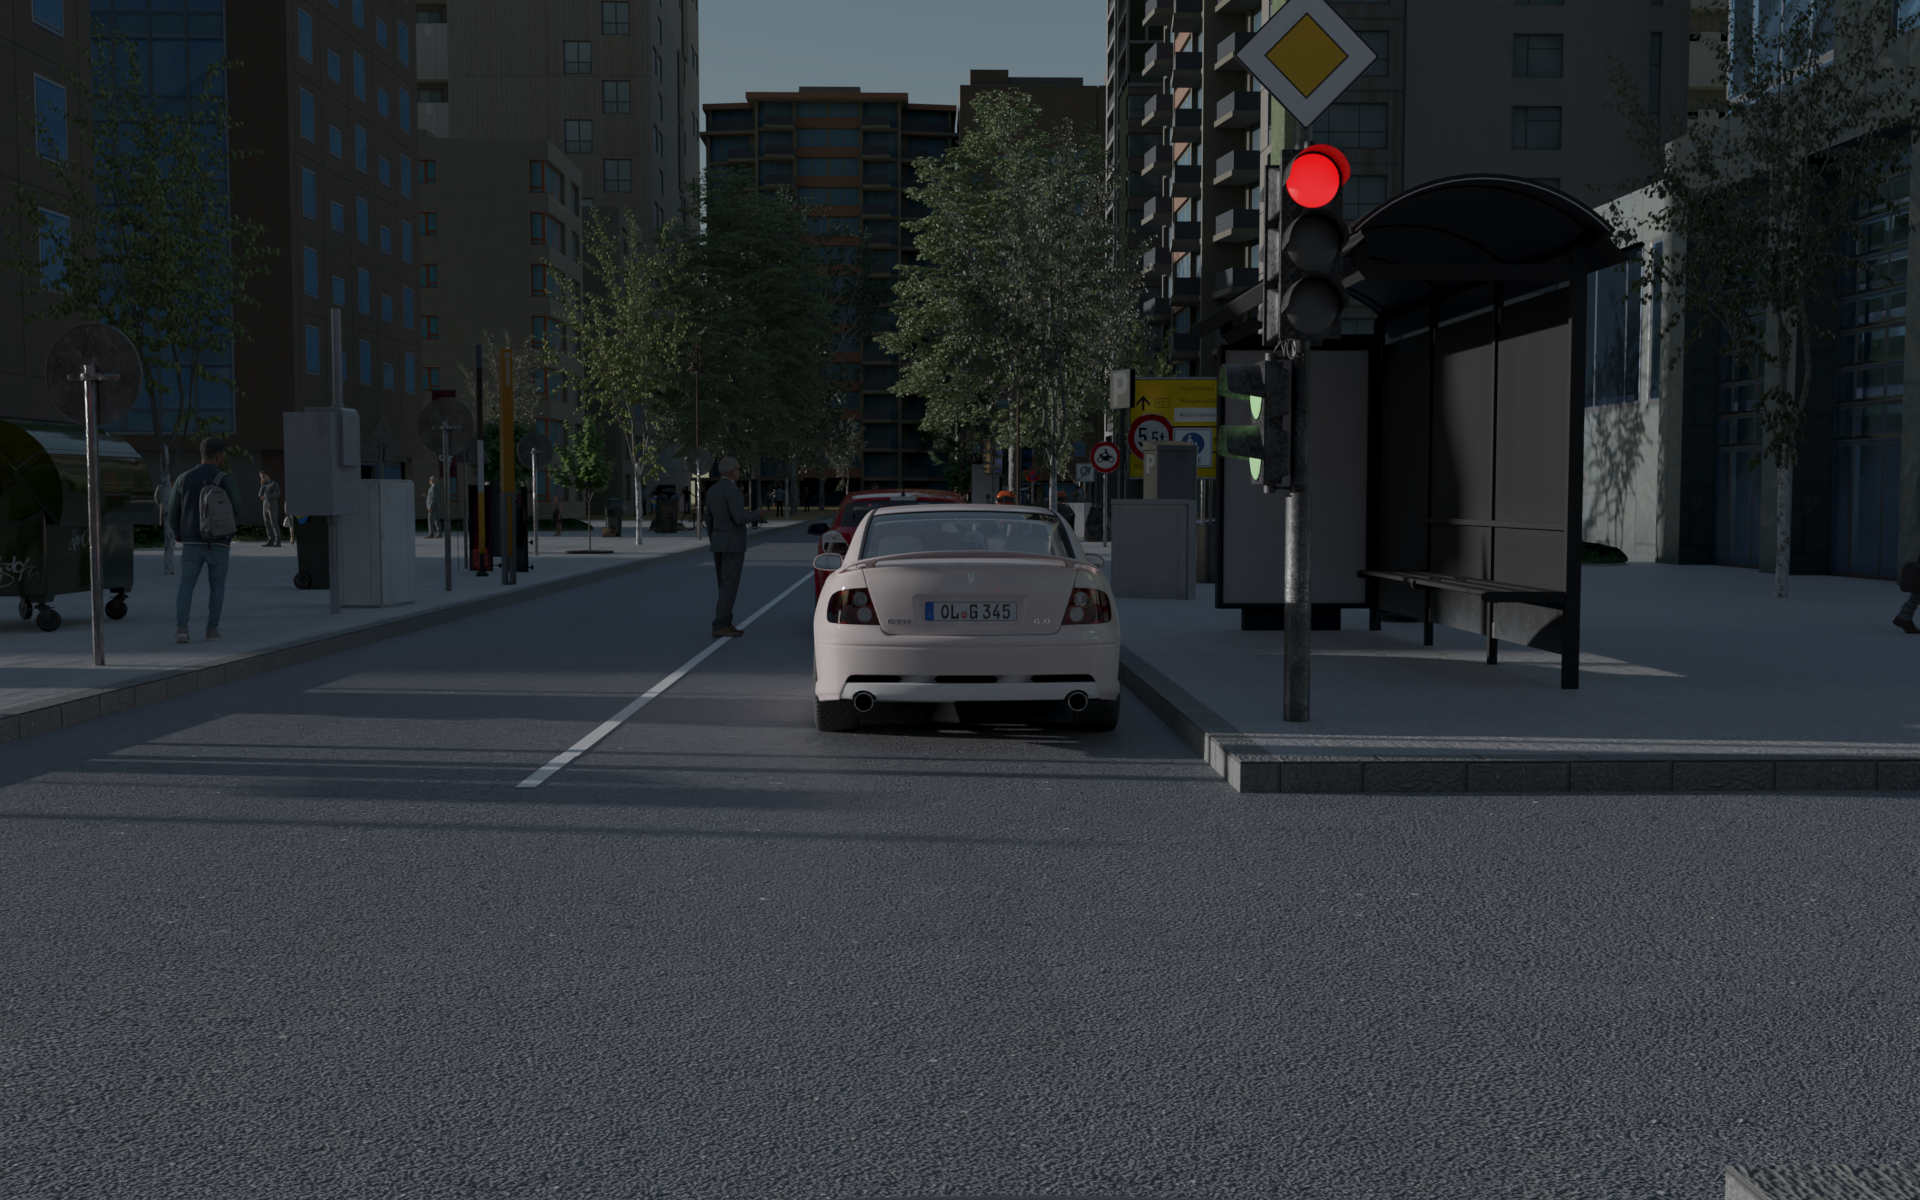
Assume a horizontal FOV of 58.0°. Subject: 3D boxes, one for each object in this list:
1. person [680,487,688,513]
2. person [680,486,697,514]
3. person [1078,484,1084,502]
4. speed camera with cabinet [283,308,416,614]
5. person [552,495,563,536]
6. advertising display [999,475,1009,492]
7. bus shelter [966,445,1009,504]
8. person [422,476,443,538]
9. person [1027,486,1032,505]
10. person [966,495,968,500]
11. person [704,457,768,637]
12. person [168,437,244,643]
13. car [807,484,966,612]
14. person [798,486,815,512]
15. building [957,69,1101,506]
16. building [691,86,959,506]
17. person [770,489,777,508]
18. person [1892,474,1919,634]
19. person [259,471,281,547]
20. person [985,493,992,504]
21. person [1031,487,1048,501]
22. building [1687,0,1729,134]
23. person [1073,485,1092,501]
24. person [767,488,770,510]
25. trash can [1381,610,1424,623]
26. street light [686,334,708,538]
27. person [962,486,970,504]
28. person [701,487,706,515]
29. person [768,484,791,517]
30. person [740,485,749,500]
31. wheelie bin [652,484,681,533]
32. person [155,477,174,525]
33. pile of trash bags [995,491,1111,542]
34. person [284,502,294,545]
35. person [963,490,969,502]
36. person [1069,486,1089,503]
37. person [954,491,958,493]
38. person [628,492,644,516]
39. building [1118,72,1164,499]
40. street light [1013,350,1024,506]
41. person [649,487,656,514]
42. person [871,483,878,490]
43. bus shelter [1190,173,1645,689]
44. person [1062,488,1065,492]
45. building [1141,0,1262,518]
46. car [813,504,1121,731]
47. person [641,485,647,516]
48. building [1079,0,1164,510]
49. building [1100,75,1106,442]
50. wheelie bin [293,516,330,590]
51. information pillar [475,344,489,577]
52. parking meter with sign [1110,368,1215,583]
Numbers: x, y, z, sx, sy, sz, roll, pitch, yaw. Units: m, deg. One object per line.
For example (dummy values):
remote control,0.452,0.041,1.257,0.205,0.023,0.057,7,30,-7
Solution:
person,-18.804,-6.803,117.941,0.621,1.740,0.551,1,4,13
person,-17.667,-6.481,112.018,1.348,1.822,0.705,-1,4,-19
person,6.300,-5.104,89.473,0.705,1.826,1.348,0,4,2
speed camera with cabinet,-6.771,-1.526,19.282,0.660,3.252,2.038,0,4,6
person,-12.301,-2.577,52.853,0.373,1.253,0.362,-3,5,-45
advertising display,1.648,-3.299,59.159,0.123,1.923,0.974,2,4,34
bus shelter,1.316,-4.948,74.831,2.014,3.302,5.546,0,4,-2
person,-15.314,-2.688,50.173,0.590,1.801,0.661,0,4,-7
person,3.801,-5.582,97.827,0.721,1.766,1.217,2,4,34
person,0.792,-9.133,155.916,0.434,1.755,0.990,1,4,15
person,-2.264,-0.536,17.444,0.590,1.801,0.661,-3,4,-39
person,-6.554,-0.530,15.062,0.623,1.781,0.721,-1,4,-20
car,-0.614,-0.602,18.883,2.155,1.783,4.494,0,4,-2
person,-10.908,-7.167,123.243,1.348,1.821,0.705,1,4,16
building,6.921,-32.804,186.461,14.200,45.320,14.600,0,4,-1
building,-14.682,-32.692,189.134,28.867,44.769,22.147,0,4,-1
person,-17.126,-9.378,160.155,1.217,1.735,0.721,0,4,2
person,8.973,-0.589,15.782,0.694,1.812,0.767,-3,4,-36
person,-16.753,-2.210,41.980,0.655,1.846,0.447,2,4,35
person,0.999,-3.110,61.170,0.640,1.303,0.475,-2,4,-27
person,5.724,-7.206,123.949,1.348,1.812,0.705,2,4,29
building,61.099,-33.453,136.197,27.495,52.752,28.713,0,4,-1
person,6.568,-5.351,93.540,1.348,1.823,0.705,3,5,44
person,-15.092,-7.978,137.188,0.721,1.736,1.217,-1,4,-17
trash can,4.481,-0.356,17.477,0.748,1.137,0.748,0,3,0
street light,-7.606,-4.740,50.288,0.468,5.910,1.993,0,4,-1
person,0.591,-5.551,97.329,1.217,1.766,0.721,0,4,-7
person,-15.768,-6.114,106.535,0.721,1.766,1.217,1,4,15
person,-10.222,-5.634,98.142,1.348,1.826,0.705,0,4,-8
person,-11.725,-5.358,94.172,0.750,1.759,0.617,1,4,10
wheelie bin,-9.567,-2.981,56.645,0.980,1.594,0.693,-2,4,-31
person,-24.056,-2.830,52.502,0.592,1.802,0.473,0,4,5
pile of trash bags,2.627,-2.302,47.393,3.447,1.369,1.912,1,4,18
person,-16.648,-2.272,43.549,0.694,1.780,0.624,-1,4,-22
person,0.764,-9.041,154.576,1.217,1.735,0.721,-3,4,-38
person,6.740,-5.606,98.417,1.217,1.735,0.721,-1,4,-17
person,-0.462,-8.510,145.624,0.683,1.767,0.568,-2,4,-34
person,-18.960,-5.635,101.391,0.991,1.433,0.599,-2,4,-28
building,17.976,-21.445,122.334,14.160,30.474,14.107,0,4,-1
street light,1.492,-4.369,44.218,0.468,5.910,1.993,0,4,-1
person,-19.965,-6.495,112.678,0.568,1.767,0.683,2,4,35
person,-2.740,-2.921,56.441,0.466,1.800,0.511,-1,4,-14
bus shelter,3.246,-1.211,13.726,2.014,3.302,5.546,0,4,-1
person,8.239,-7.928,136.402,0.721,1.736,1.217,1,4,10
building,22.320,-27.268,100.464,22.147,44.769,28.867,0,4,-1
car,0.009,0.031,11.854,2.083,1.381,4.827,0,4,-1
person,-18.838,-5.941,103.157,0.705,1.826,1.348,0,4,-7
building,20.793,-42.838,138.660,20.563,71.187,20.611,0,4,-1
building,21.230,-32.818,186.686,14.200,45.320,14.600,0,4,-1
wheelie bin,-8.607,-0.954,23.505,0.693,1.594,0.980,1,4,9
information pillar,-7.445,-2.173,26.887,0.183,3.616,0.504,-1,4,-16
parking meter with sign,3.018,-1.738,24.685,1.738,3.016,0.543,-2,4,-26
